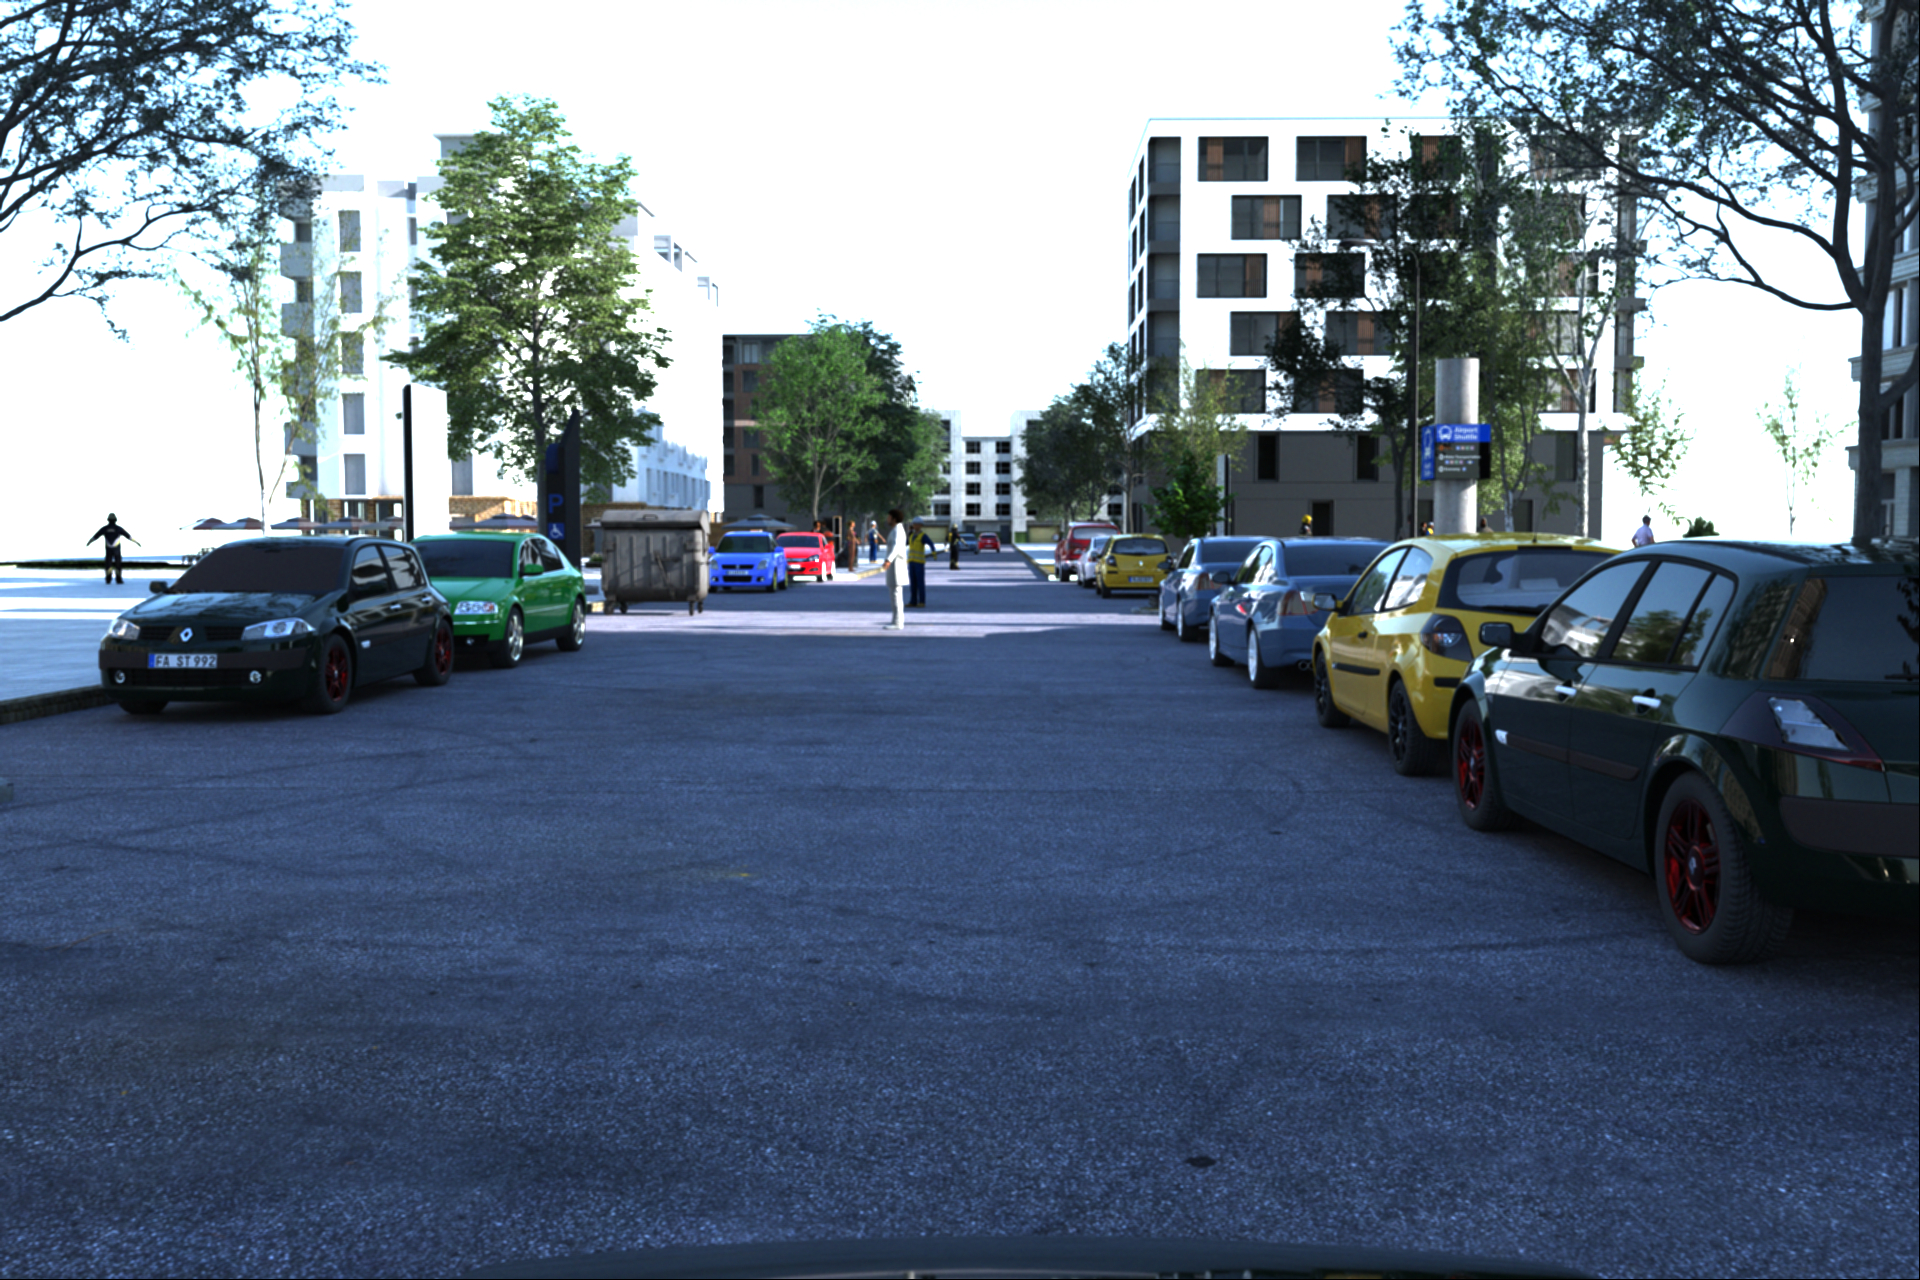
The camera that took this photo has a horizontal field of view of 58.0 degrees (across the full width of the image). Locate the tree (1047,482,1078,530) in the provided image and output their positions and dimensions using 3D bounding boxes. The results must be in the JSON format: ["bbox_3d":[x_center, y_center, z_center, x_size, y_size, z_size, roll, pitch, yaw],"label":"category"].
[{"bbox_3d":[9.611,-12.740,158.655,4.360,8.622,3.978,0,3,0],"label":"tree"}]

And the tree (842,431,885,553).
[{"bbox_3d":[-6.405,-10.066,114.939,4.737,8.622,4.395,0,3,0],"label":"tree"}]

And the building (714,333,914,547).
[{"bbox_3d":[-19.886,-21.345,192.959,27.936,21.610,32.646,0,4,1],"label":"building"}]

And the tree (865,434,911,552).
[{"bbox_3d":[-5.621,-10.477,121.667,4.737,8.622,4.395,0,3,0],"label":"tree"}]

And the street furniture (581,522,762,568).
[{"bbox_3d":[-11.793,-3.723,67.724,9.812,1.723,11.010,0,4,7],"label":"street furniture"}]

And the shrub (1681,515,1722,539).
[{"bbox_3d":[27.249,-3.628,63.743,1.690,2.028,1.600,0,3,0],"label":"shrub"}]

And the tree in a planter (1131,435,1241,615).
[{"bbox_3d":[4.116,-2.082,31.263,1.991,3.239,1.994,0,4,1],"label":"tree in a planter"}]

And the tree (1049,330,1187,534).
[{"bbox_3d":[7.615,-8.896,79.861,7.601,10.594,8.767,0,4,-5],"label":"tree"}]

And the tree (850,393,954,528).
[{"bbox_3d":[-5.487,-15.310,156.976,9.857,13.997,8.962,0,3,0],"label":"tree"}]

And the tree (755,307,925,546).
[{"bbox_3d":[-6.685,-11.732,98.477,9.857,13.997,8.962,0,3,0],"label":"tree"}]

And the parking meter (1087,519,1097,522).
[{"bbox_3d":[5.050,-3.685,65.966,0.399,1.863,0.255,0,4,2],"label":"parking meter"}]

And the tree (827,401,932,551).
[{"bbox_3d":[-6.075,-12.487,129.910,9.928,11.665,9.643,0,3,0],"label":"tree"}]

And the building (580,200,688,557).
[{"bbox_3d":[-22.910,-14.881,99.716,16.016,20.090,11.380,0,4,1],"label":"building"}]

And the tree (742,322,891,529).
[{"bbox_3d":[-7.072,-9.731,84.861,9.928,11.665,9.643,0,3,0],"label":"tree"}]

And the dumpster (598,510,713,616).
[{"bbox_3d":[-5.414,-1.384,30.840,1.865,1.857,1.264,0,4,1],"label":"dumpster"}]

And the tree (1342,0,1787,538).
[{"bbox_3d":[19.094,-12.297,56.944,12.611,20.169,13.585,0,3,0],"label":"tree"}]

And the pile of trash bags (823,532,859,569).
[{"bbox_3d":[-4.837,-3.432,65.863,1.912,1.369,3.447,0,4,2],"label":"pile of trash bags"}]

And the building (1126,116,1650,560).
[{"bbox_3d":[23.550,-15.751,101.506,27.936,21.610,32.646,0,4,1],"label":"building"}]

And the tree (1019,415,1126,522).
[{"bbox_3d":[8.950,-12.277,135.144,8.767,10.594,7.601,0,4,-4],"label":"tree"}]

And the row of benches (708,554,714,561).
[{"bbox_3d":[-7.663,-2.378,54.344,1.422,0.672,4.104,-3,5,-44],"label":"row of benches"}]

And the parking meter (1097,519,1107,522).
[{"bbox_3d":[5.380,-3.651,65.406,0.399,1.863,0.255,0,4,2],"label":"parking meter"}]

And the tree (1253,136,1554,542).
[{"bbox_3d":[10.339,-6.556,41.596,7.601,10.594,8.767,-2,4,-27],"label":"tree"}]

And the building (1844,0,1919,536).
[{"bbox_3d":[26.245,-11.519,35.012,8.464,21.280,15.925,0,4,1],"label":"building"}]

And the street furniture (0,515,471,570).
[{"bbox_3d":[-31.634,-3.723,65.908,27.439,1.986,14.083,3,4,38],"label":"street furniture"}]

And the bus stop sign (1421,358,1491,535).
[{"bbox_3d":[7.497,-2.276,26.232,0.837,3.901,0.837,0,4,1],"label":"bus stop sign"}]

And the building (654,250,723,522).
[{"bbox_3d":[-22.993,-15.935,116.953,16.016,20.090,11.380,0,4,1],"label":"building"}]

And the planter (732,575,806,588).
[{"bbox_3d":[-5.217,-1.577,46.925,1.991,0.319,1.994,0,4,1],"label":"planter"}]

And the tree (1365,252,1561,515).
[{"bbox_3d":[20.245,-9.274,69.757,7.486,12.596,7.792,0,3,0],"label":"tree"}]

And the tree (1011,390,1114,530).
[{"bbox_3d":[9.126,-14.866,149.717,9.857,13.997,8.962,0,3,0],"label":"tree"}]

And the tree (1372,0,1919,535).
[{"bbox_3d":[9.719,-6.584,18.012,12.009,13.543,11.850,0,3,0],"label":"tree"}]

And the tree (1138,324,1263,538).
[{"bbox_3d":[8.067,-6.805,61.617,4.360,8.622,3.978,0,3,0],"label":"tree"}]

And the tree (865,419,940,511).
[{"bbox_3d":[-5.499,-13.420,145.179,9.928,11.665,9.643,0,3,0],"label":"tree"}]

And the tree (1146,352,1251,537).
[{"bbox_3d":[9.792,-7.280,69.391,4.737,8.622,4.395,0,3,0],"label":"tree"}]

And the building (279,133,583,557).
[{"bbox_3d":[-26.168,-13.869,83.179,16.016,20.090,11.380,0,4,1],"label":"building"}]

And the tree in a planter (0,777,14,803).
[{"bbox_3d":[-6.114,-0.708,8.795,1.991,3.239,1.994,0,4,1],"label":"tree in a planter"}]

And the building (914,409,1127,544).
[{"bbox_3d":[7.475,-23.379,251.167,31.486,18.905,16.747,0,4,-1],"label":"building"}]

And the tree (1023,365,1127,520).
[{"bbox_3d":[9.595,-13.082,124.260,12.009,13.543,11.850,0,3,0],"label":"tree"}]

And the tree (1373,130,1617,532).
[{"bbox_3d":[10.210,-4.962,31.489,4.360,8.622,3.978,0,3,0],"label":"tree"}]

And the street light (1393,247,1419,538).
[{"bbox_3d":[7.736,-3.355,27.392,1.470,5.913,1.316,0,4,1],"label":"street light"}]
